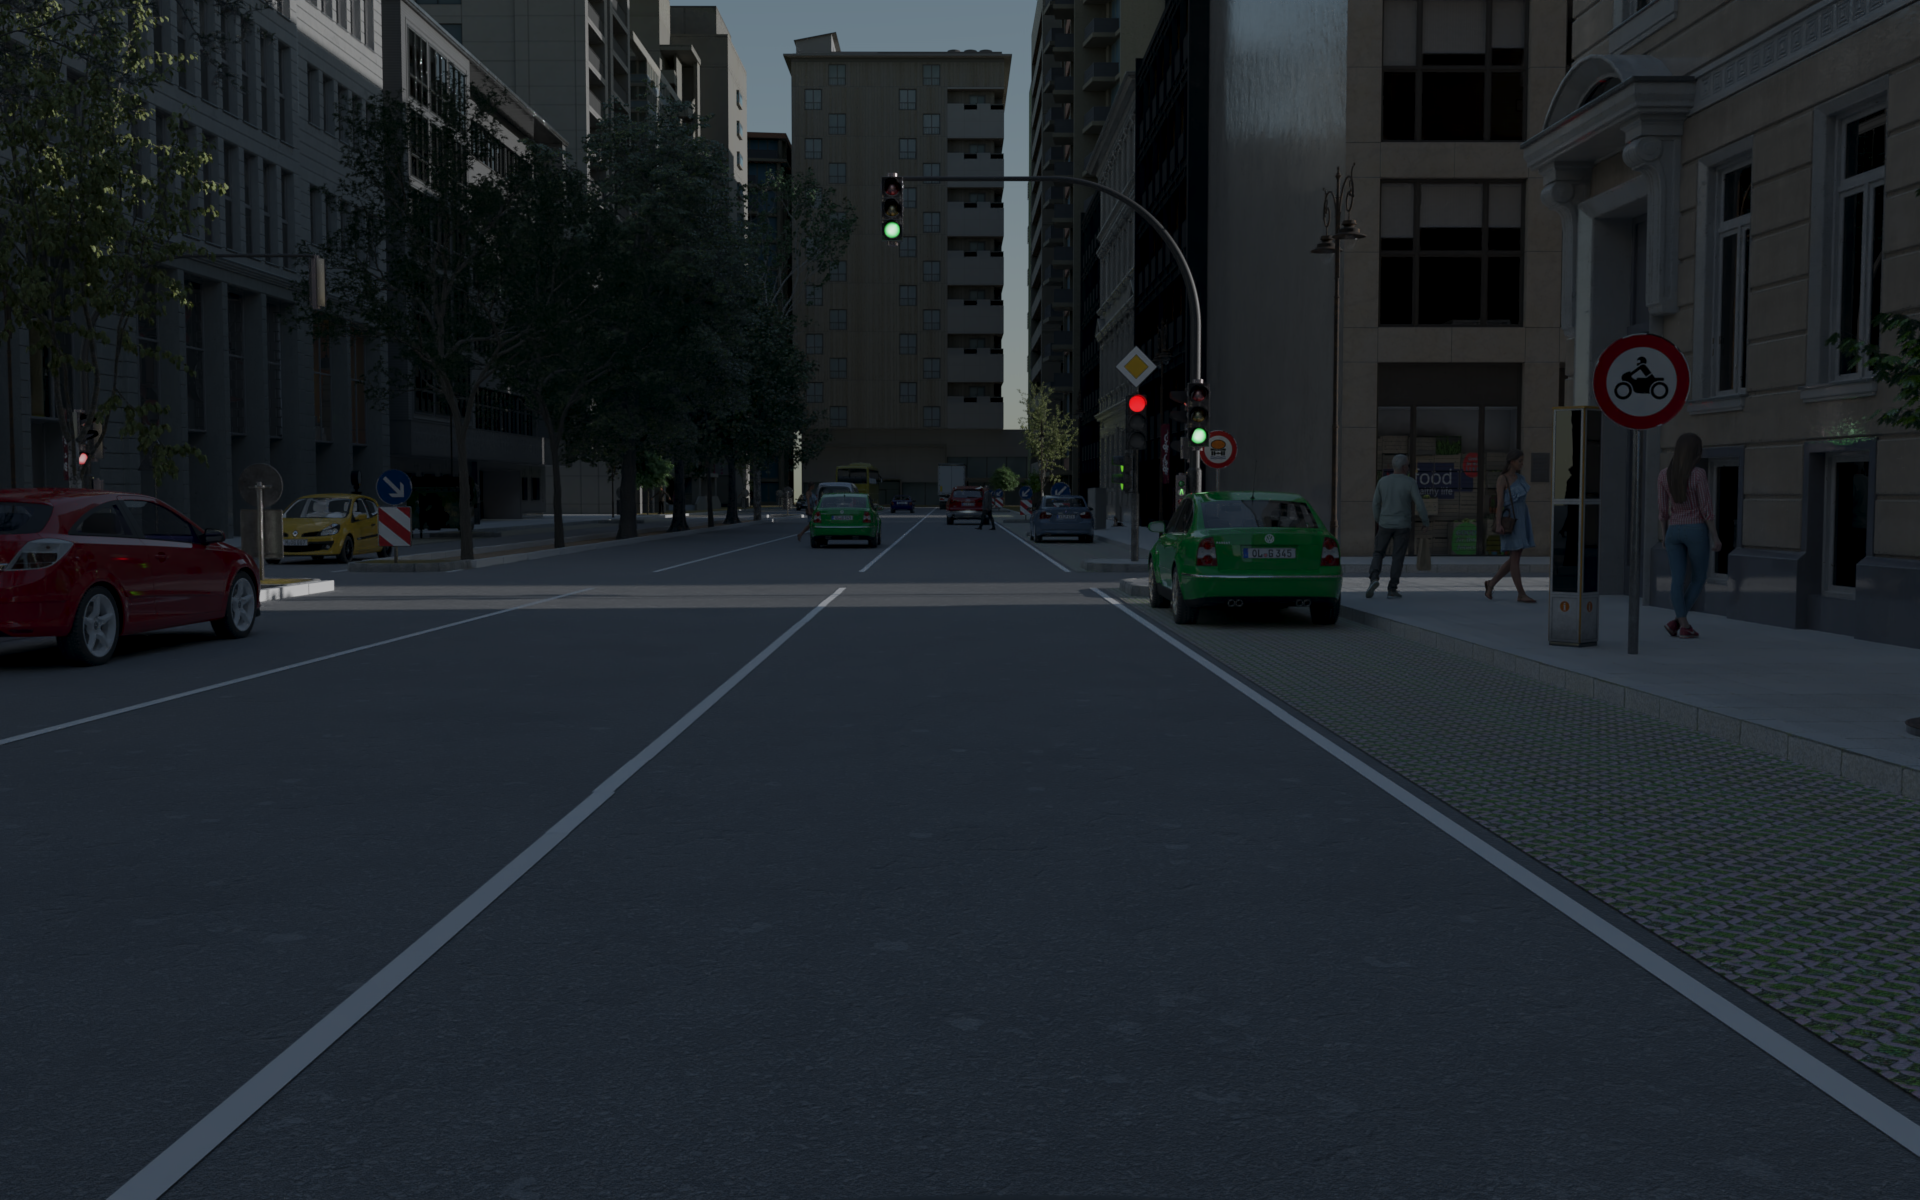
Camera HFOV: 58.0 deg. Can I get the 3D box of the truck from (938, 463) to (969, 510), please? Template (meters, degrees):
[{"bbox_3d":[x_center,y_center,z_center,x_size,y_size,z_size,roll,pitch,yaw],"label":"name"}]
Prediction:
[{"bbox_3d":[-0.669,-10.681,163.550,2.839,4.237,11.283,0,4,1],"label":"truck"}]

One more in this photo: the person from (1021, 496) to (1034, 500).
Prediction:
[{"bbox_3d":[5.121,-7.760,132.879,0.705,1.831,1.348,-3,5,-41],"label":"person"}]

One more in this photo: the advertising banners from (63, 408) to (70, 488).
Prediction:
[{"bbox_3d":[-18.430,-2.438,36.055,0.090,3.025,2.074,-1,4,-15],"label":"advertising banners"}]

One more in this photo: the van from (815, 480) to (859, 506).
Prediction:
[{"bbox_3d":[-4.364,-3.412,62.801,2.013,2.044,4.112,0,4,1],"label":"van"}]

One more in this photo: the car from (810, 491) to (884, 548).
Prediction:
[{"bbox_3d":[-3.087,-2.357,47.335,1.959,1.807,4.718,0,4,0],"label":"car"}]

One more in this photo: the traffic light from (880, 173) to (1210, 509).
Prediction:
[{"bbox_3d":[1.262,-3.067,24.810,4.771,5.953,1.251,0,4,0],"label":"traffic light"}]

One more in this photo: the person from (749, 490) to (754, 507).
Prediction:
[{"bbox_3d":[-20.514,-10.023,170.735,1.217,1.723,0.721,-1,4,-8],"label":"person"}]

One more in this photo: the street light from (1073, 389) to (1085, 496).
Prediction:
[{"bbox_3d":[5.246,-6.339,76.435,0.468,5.910,1.993,0,4,0],"label":"street light"}]

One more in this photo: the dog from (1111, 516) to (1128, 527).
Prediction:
[{"bbox_3d":[6.274,-3.079,68.070,0.748,0.427,0.550,0,4,-3],"label":"dog"}]

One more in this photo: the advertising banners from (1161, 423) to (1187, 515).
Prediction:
[{"bbox_3d":[5.322,-2.814,42.189,0.090,3.025,2.074,-1,4,-18],"label":"advertising banners"}]

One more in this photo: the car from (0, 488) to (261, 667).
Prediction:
[{"bbox_3d":[-8.020,-0.419,15.887,2.155,1.783,4.494,0,4,1],"label":"car"}]

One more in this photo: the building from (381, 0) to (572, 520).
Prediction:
[{"bbox_3d":[-28.159,-15.929,79.514,14.314,24.678,30.058,0,4,0],"label":"building"}]

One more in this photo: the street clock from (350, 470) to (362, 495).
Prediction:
[{"bbox_3d":[-18.265,-2.928,52.439,0.358,2.002,0.471,0,4,-5],"label":"street clock"}]

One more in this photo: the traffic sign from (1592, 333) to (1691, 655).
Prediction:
[{"bbox_3d":[5.395,-0.838,13.806,0.768,2.556,0.104,0,4,3],"label":"traffic sign"}]

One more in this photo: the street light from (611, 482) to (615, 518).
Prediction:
[{"bbox_3d":[-18.918,-7.429,94.258,0.468,5.910,1.993,0,4,0],"label":"street light"}]

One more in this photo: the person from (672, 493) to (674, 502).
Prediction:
[{"bbox_3d":[-19.989,-6.882,121.781,0.599,1.433,0.991,-3,4,-37],"label":"person"}]

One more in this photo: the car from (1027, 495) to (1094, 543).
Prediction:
[{"bbox_3d":[3.019,-2.429,51.716,2.014,1.417,4.499,0,4,0],"label":"car"}]

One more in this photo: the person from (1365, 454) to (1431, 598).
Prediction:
[{"bbox_3d":[5.408,-0.898,21.218,0.782,1.767,0.515,2,4,31],"label":"person"}]

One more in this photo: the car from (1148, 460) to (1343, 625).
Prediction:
[{"bbox_3d":[3.246,-0.703,20.289,1.959,1.807,4.718,0,4,0],"label":"car"}]

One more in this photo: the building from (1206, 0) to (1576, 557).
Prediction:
[{"bbox_3d":[24.731,-14.663,44.254,34.151,26.468,19.350,0,4,0],"label":"building"}]

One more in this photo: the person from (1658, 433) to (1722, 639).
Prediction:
[{"bbox_3d":[6.487,-0.572,15.399,0.555,1.821,0.388,3,5,41],"label":"person"}]

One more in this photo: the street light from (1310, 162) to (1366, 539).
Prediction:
[{"bbox_3d":[5.337,-3.169,24.606,0.468,5.910,1.993,0,4,0],"label":"street light"}]

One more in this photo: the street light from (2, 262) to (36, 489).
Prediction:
[{"bbox_3d":[-18.605,-3.741,33.953,0.468,5.910,1.993,0,4,0],"label":"street light"}]

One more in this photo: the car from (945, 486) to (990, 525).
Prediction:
[{"bbox_3d":[0.397,-4.486,82.018,2.281,1.827,5.304,0,4,1],"label":"car"}]

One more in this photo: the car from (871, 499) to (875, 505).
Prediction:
[{"bbox_3d":[-7.262,-7.196,127.439,2.009,1.686,4.222,0,4,-1],"label":"car"}]

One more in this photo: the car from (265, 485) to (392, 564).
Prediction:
[{"bbox_3d":[-13.429,-1.626,36.814,2.015,1.641,3.980,0,4,-1],"label":"car"}]

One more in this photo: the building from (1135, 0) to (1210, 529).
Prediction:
[{"bbox_3d":[13.171,-14.179,61.511,12.332,23.373,15.834,0,4,0],"label":"building"}]

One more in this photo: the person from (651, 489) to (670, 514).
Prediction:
[{"bbox_3d":[-19.083,-6.386,110.588,1.348,1.807,0.705,1,4,15],"label":"person"}]

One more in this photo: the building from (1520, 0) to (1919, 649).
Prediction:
[{"bbox_3d":[14.148,-13.859,12.507,13.634,28.700,20.117,0,4,0],"label":"building"}]

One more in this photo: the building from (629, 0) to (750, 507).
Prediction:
[{"bbox_3d":[-32.623,-33.440,170.450,21.600,48.544,21.300,0,4,0],"label":"building"}]

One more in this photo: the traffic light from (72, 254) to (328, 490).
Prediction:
[{"bbox_3d":[-14.451,-3.561,32.887,4.771,5.953,1.251,0,4,0],"label":"traffic light"}]

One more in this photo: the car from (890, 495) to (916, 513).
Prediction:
[{"bbox_3d":[-4.312,-7.210,130.461,1.945,1.354,3.894,0,4,0],"label":"car"}]

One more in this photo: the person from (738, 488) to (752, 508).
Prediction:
[{"bbox_3d":[-19.238,-9.085,154.603,1.348,1.822,0.705,1,4,15],"label":"person"}]

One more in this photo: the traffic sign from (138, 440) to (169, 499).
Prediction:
[{"bbox_3d":[-18.503,-2.438,39.861,0.884,2.594,0.081,0,4,6],"label":"traffic sign"}]

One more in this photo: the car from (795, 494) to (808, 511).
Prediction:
[{"bbox_3d":[-13.291,-8.602,150.423,2.009,1.686,4.222,0,4,-2],"label":"car"}]

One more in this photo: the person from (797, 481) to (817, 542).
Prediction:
[{"bbox_3d":[-4.486,-2.630,51.595,0.778,1.811,0.616,1,4,11],"label":"person"}]

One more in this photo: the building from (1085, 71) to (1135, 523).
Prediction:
[{"bbox_3d":[12.362,-14.913,79.990,11.583,22.565,21.152,0,4,0],"label":"building"}]

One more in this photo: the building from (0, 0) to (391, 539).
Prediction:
[{"bbox_3d":[-26.460,-16.593,48.787,11.434,29.767,29.804,0,4,0],"label":"building"}]

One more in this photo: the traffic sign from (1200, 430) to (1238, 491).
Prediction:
[{"bbox_3d":[5.144,-2.109,34.590,0.768,2.556,0.104,0,4,3],"label":"traffic sign"}]

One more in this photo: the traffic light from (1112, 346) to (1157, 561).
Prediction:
[{"bbox_3d":[3.318,-2.693,32.946,0.839,4.253,0.868,0,4,0],"label":"traffic light"}]

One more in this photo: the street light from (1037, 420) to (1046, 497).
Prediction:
[{"bbox_3d":[5.067,-8.249,107.666,0.468,5.910,1.993,0,4,0],"label":"street light"}]

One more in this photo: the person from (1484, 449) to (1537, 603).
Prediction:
[{"bbox_3d":[6.506,-0.881,20.541,0.616,1.811,0.778,-2,4,-33],"label":"person"}]

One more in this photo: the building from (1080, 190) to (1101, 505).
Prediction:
[{"bbox_3d":[13.603,-16.480,99.130,12.332,23.373,15.834,0,4,0],"label":"building"}]

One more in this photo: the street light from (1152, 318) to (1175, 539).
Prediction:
[{"bbox_3d":[5.315,-4.456,45.637,0.468,5.910,1.993,0,4,0],"label":"street light"}]

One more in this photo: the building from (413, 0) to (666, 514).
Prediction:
[{"bbox_3d":[-31.174,-41.506,116.879,20.563,71.187,20.611,0,4,0],"label":"building"}]

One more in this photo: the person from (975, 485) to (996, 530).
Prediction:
[{"bbox_3d":[1.011,-3.673,68.957,0.834,1.777,0.661,1,4,13],"label":"person"}]

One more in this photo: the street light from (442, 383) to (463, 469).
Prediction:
[{"bbox_3d":[-18.800,-5.581,64.041,0.468,5.910,1.993,0,4,0],"label":"street light"}]

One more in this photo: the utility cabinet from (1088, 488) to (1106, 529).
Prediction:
[{"bbox_3d":[4.947,-3.300,62.637,0.318,1.500,1.173,2,4,24],"label":"utility cabinet"}]
